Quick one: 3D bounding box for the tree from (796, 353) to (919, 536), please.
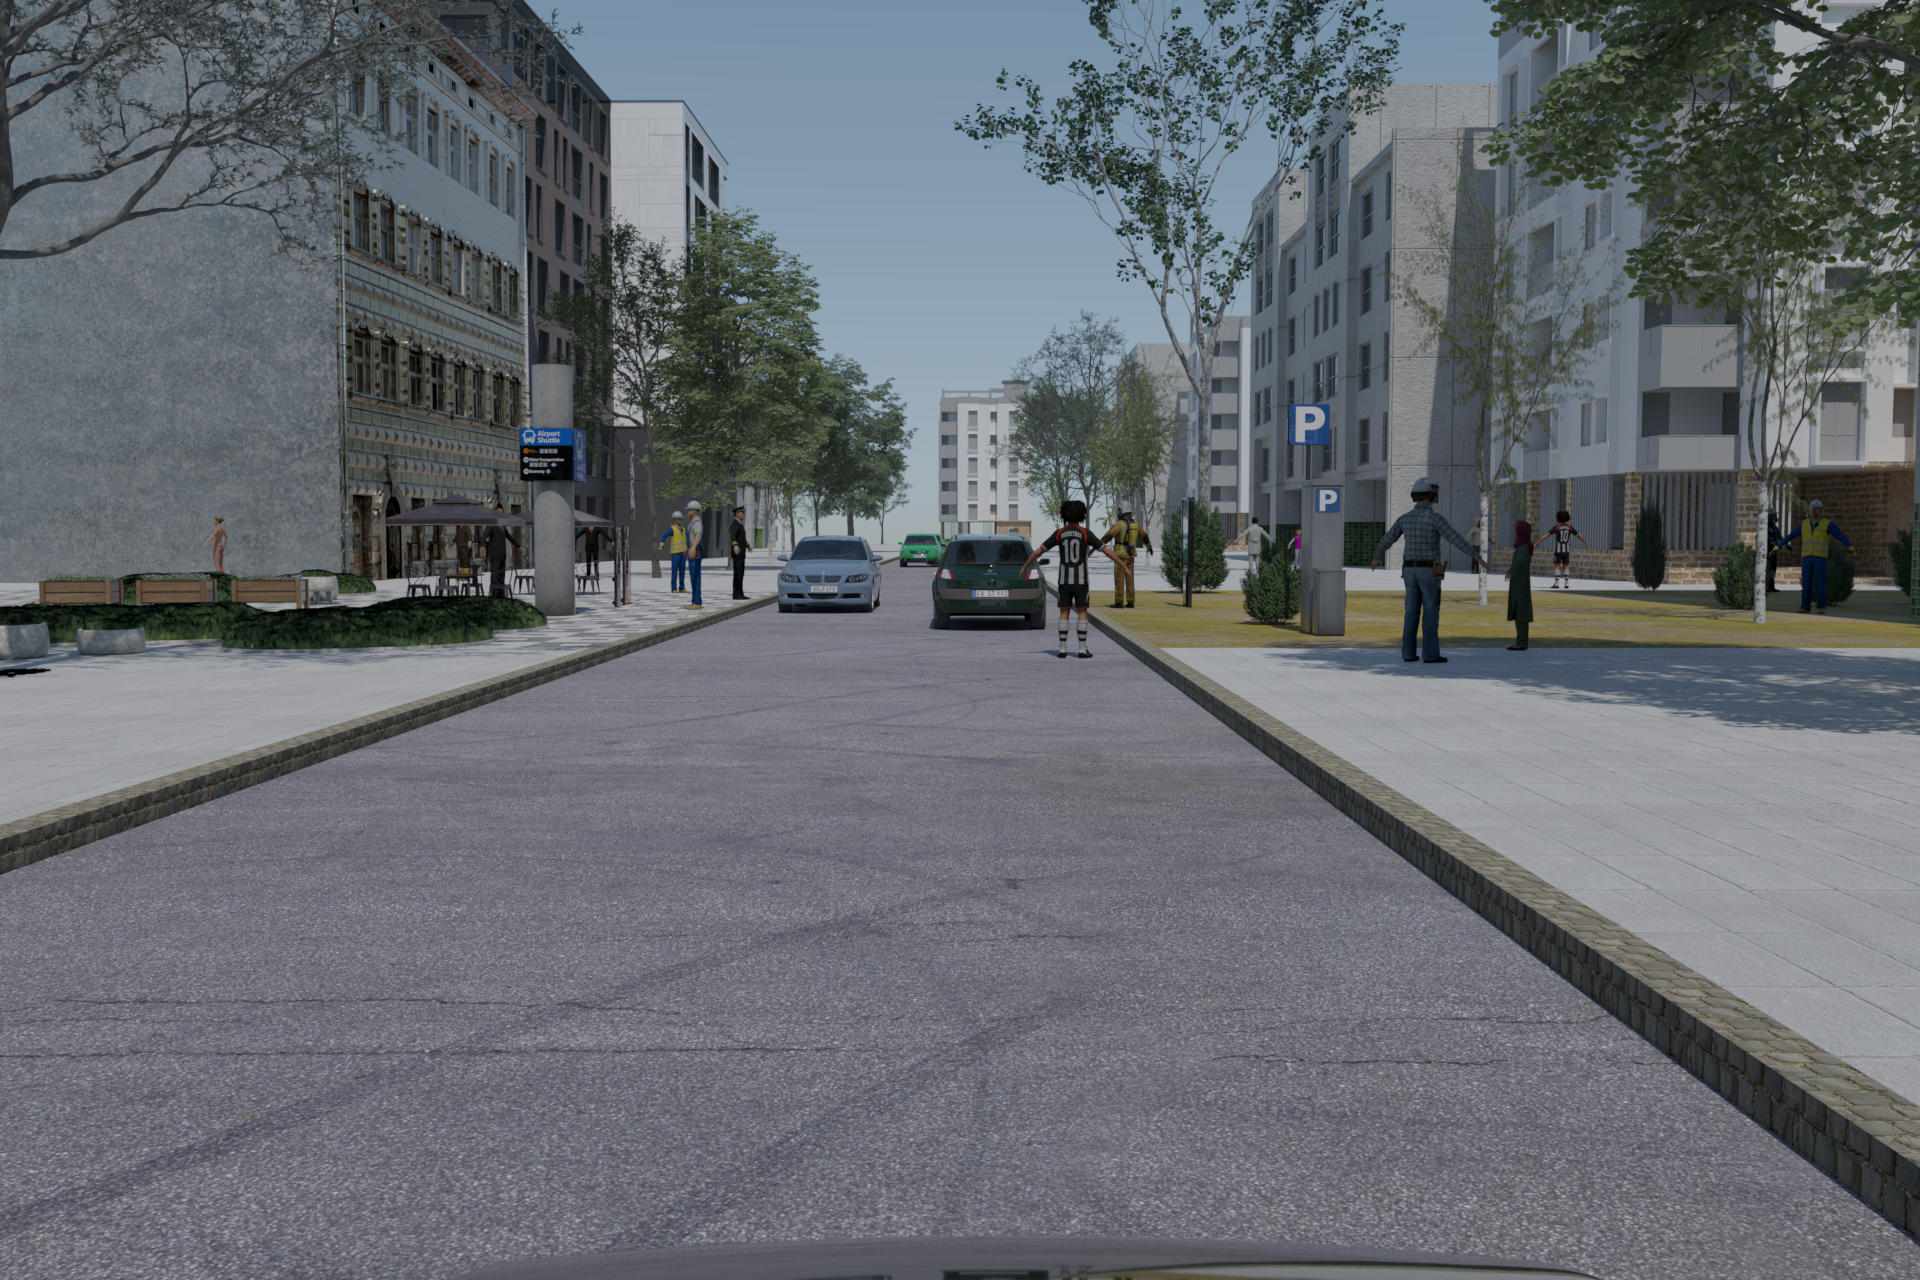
[{"bbox_3d":[-7.646,-13.120,121.170,9.857,13.997,8.962,0,3,0],"label":"tree"}]

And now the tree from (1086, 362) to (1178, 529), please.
[{"bbox_3d":[7.414,-7.597,74.570,4.737,8.622,4.395,0,3,0],"label":"tree"}]

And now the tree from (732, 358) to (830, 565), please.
[{"bbox_3d":[-8.068,-7.466,72.425,4.360,8.622,3.978,0,3,0],"label":"tree"}]

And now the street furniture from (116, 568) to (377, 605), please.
[{"bbox_3d":[-14.826,-1.175,34.832,5.734,0.657,10.072,-1,4,-16],"label":"street furniture"}]

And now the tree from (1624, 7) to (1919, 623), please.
[{"bbox_3d":[11.305,-4.552,24.795,4.360,8.622,3.978,0,3,0],"label":"tree"}]

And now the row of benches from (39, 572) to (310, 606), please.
[{"bbox_3d":[-12.658,-0.755,27.800,4.104,0.672,1.422,-1,4,-9],"label":"row of benches"}]

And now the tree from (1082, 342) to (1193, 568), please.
[{"bbox_3d":[7.338,-7.067,65.910,4.360,8.622,3.978,0,3,0],"label":"tree"}]

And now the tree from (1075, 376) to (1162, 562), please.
[{"bbox_3d":[6.947,-7.947,80.300,4.360,8.622,3.978,0,3,0],"label":"tree"}]

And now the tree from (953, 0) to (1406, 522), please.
[{"bbox_3d":[5.986,-12.030,52.575,12.611,20.169,13.585,0,3,0],"label":"tree"}]

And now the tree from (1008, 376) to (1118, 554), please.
[{"bbox_3d":[6.749,-11.456,113.057,9.928,11.665,9.643,0,3,0],"label":"tree"}]

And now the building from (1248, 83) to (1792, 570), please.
[{"bbox_3d":[23.721,-12.861,76.727,16.747,18.905,31.486,0,4,1],"label":"building"}]

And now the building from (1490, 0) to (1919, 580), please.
[{"bbox_3d":[22.895,-12.207,56.000,16.016,20.090,11.380,0,4,1],"label":"building"}]

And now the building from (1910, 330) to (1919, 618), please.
[{"bbox_3d":[23.067,-8.808,10.475,16.747,18.905,31.486,0,3,0],"label":"building"}]

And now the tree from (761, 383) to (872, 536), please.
[{"bbox_3d":[-8.839,-10.356,103.729,7.601,10.594,8.767,-3,5,-43],"label":"tree"}]

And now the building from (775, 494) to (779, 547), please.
[{"bbox_3d":[-23.230,-14.537,179.829,9.099,9.664,28.070,0,4,0],"label":"building"}]

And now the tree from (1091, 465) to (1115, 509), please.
[{"bbox_3d":[20.148,-17.785,216.536,9.928,11.665,9.643,0,3,0],"label":"tree"}]

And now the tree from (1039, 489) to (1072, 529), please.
[{"bbox_3d":[11.997,-16.288,216.677,4.737,8.622,4.395,0,3,0],"label":"tree"}]

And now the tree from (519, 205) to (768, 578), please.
[{"bbox_3d":[-9.161,-7.073,50.052,7.601,10.594,8.767,-1,4,-11],"label":"tree"}]

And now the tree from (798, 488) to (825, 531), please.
[{"bbox_3d":[-17.220,-15.890,210.165,4.360,8.622,3.978,0,3,0],"label":"tree"}]

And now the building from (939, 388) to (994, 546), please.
[{"bbox_3d":[-2.391,-21.910,217.104,11.380,20.090,16.016,0,4,6],"label":"building"}]

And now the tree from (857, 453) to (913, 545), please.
[{"bbox_3d":[-9.694,-17.527,212.313,9.928,11.665,9.643,0,3,0],"label":"tree"}]

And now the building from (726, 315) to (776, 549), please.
[{"bbox_3d":[-25.749,-16.982,144.112,16.747,18.905,31.486,0,4,1],"label":"building"}]

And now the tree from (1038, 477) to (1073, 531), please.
[{"bbox_3d":[11.659,-15.910,210.488,4.737,8.622,4.395,0,3,0],"label":"tree"}]

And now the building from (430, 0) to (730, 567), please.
[{"bbox_3d":[-26.970,-14.436,80.002,27.936,21.610,32.646,0,4,1],"label":"building"}]

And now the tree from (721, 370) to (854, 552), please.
[{"bbox_3d":[-8.929,-9.491,89.585,7.601,10.594,8.767,0,4,0],"label":"tree"}]

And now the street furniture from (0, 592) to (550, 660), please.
[{"bbox_3d":[-9.431,-0.294,20.434,10.072,0.657,5.734,-2,4,-32],"label":"street furniture"}]

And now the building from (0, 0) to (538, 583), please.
[{"bbox_3d":[-25.066,-13.618,53.583,19.493,23.208,18.063,0,4,1],"label":"building"}]

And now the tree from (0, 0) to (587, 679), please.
[{"bbox_3d":[-9.001,-6.411,15.198,12.009,13.543,11.850,0,3,0],"label":"tree"}]

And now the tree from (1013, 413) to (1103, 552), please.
[{"bbox_3d":[7.477,-12.084,123.326,9.928,11.665,9.643,0,3,0],"label":"tree"}]

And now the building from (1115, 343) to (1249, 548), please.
[{"bbox_3d":[24.842,-18.511,169.109,16.747,18.905,31.486,0,4,1],"label":"building"}]

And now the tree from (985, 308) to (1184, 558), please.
[{"bbox_3d":[6.966,-11.197,93.442,12.009,13.543,11.850,0,3,0],"label":"tree"}]

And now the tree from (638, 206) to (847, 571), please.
[{"bbox_3d":[-7.614,-8.710,60.529,7.486,12.596,7.792,0,3,0],"label":"tree"}]

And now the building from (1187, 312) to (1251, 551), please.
[{"bbox_3d":[24.551,-17.767,146.903,16.016,20.090,11.380,0,4,1],"label":"building"}]

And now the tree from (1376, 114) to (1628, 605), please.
[{"bbox_3d":[9.282,-4.950,31.292,4.360,8.622,3.978,0,3,0],"label":"tree"}]

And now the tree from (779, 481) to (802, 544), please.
[{"bbox_3d":[-21.316,-16.167,214.697,4.737,8.622,4.395,0,3,0],"label":"tree"}]
